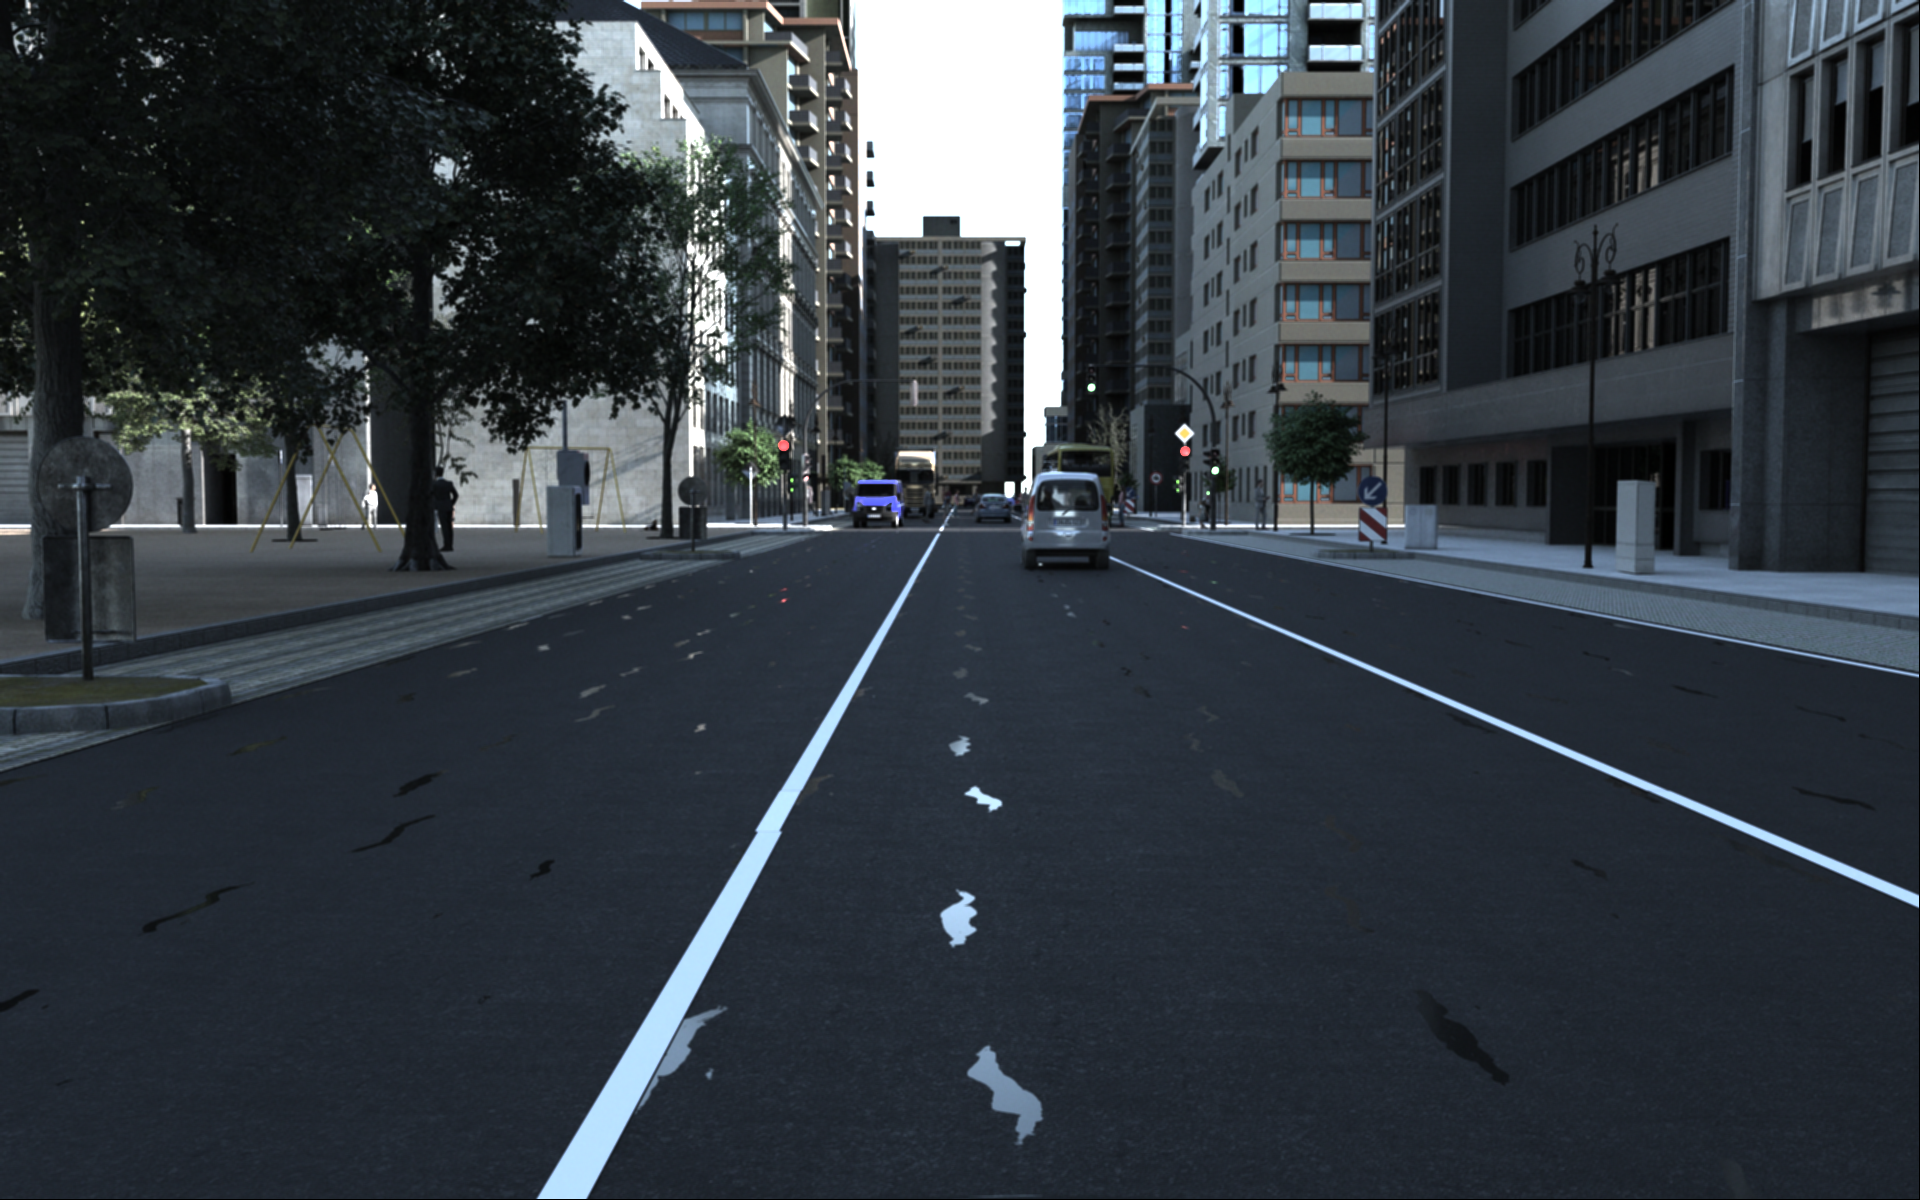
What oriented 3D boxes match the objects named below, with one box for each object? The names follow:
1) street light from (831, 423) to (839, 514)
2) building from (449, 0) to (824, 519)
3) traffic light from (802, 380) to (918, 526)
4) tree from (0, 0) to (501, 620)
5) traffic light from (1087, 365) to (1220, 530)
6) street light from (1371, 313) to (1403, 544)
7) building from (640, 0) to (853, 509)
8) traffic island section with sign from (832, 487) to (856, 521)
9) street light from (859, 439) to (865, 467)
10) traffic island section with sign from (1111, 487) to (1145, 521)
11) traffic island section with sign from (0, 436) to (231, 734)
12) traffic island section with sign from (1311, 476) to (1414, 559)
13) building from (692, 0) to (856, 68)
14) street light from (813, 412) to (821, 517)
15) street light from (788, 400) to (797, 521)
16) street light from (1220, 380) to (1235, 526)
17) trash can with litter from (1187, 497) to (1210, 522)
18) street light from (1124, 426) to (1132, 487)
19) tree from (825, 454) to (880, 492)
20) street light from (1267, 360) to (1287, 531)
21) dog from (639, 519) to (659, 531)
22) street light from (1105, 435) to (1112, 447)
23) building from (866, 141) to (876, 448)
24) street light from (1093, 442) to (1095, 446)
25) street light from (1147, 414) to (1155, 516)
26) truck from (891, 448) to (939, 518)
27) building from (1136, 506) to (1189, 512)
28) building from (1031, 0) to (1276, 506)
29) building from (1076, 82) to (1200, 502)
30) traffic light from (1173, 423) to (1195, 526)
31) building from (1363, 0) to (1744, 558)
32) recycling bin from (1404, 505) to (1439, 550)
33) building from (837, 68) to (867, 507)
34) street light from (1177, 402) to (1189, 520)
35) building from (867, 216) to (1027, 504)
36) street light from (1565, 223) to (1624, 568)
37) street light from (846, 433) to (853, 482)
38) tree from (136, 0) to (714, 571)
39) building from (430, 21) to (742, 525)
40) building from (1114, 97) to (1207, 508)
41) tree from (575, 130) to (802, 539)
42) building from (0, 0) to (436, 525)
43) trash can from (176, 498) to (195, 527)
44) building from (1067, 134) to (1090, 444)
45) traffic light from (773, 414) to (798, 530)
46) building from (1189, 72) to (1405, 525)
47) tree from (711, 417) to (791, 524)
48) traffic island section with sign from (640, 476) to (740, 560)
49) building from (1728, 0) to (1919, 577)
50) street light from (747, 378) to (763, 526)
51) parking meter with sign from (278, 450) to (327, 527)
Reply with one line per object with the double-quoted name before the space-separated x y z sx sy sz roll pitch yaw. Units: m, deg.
"street light" -8.104 -8.575 112.988 0.468 5.910 1.993 0 3 0
"building" -18.556 -20.339 108.958 17.030 29.872 44.131 0 3 0
"traffic light" -4.059 -5.772 69.037 4.771 5.953 1.251 0 3 0
"tree" -9.392 -6.793 17.726 9.857 13.997 8.962 0 3 0
"traffic light" 6.811 -5.273 60.881 4.771 5.953 1.251 0 3 0
"street light" 10.900 -4.376 44.331 0.468 5.910 1.993 0 3 0
"building" -21.349 -30.793 158.096 22.147 44.769 28.867 0 3 0
"traffic island section with sign" -5.847 -5.206 93.742 1.989 1.847 2.006 0 3 0
"street light" -8.168 -10.434 143.387 0.468 5.910 1.993 0 3 0
"traffic island section with sign" 8.978 -5.220 93.981 1.989 1.847 2.006 0 3 0
"traffic island section with sign" -5.917 -0.157 11.196 1.989 1.847 2.006 0 3 0
"traffic island section with sign" 8.930 -1.839 38.702 1.989 1.847 2.006 0 3 0
"building" -25.101 -48.962 238.775 20.611 71.187 20.563 0 3 0
"street light" -8.128 -7.678 98.317 0.468 5.910 1.993 0 3 0
"street light" -8.162 -6.794 83.876 0.468 5.910 1.993 0 3 0
"street light" 10.873 -5.978 70.536 0.468 5.910 1.993 0 3 0
"trash can with litter" 10.858 -4.116 78.688 1.055 1.170 0.624 0 4 3
"street light" 11.121 -8.693 114.916 0.468 5.910 1.993 0 3 0
"tree" -9.270 -9.447 138.174 4.285 4.588 4.351 0 3 0
"street light" 10.911 -5.317 59.715 0.468 5.910 1.993 0 3 0
"dog" -10.881 -2.632 60.765 0.748 0.427 0.550 0 4 -5
"street light" 11.038 -9.576 129.358 0.468 5.910 1.993 0 3 0
"building" -25.473 -35.858 205.892 30.456 49.044 23.786 0 3 0
"street light" 11.092 -10.459 143.800 0.468 5.910 1.993 0 3 0
"street light" 11.005 -7.768 99.790 0.468 5.910 1.993 0 3 0
"truck" -2.781 -7.229 107.112 2.839 4.237 11.283 0 4 -1
"building" 24.399 -49.211 117.276 22.319 86.520 31.000 0 3 0
"building" 25.545 -56.660 239.057 31.000 86.520 22.319 0 3 0
"building" 24.142 -32.662 188.647 22.147 44.769 28.867 0 3 0
"traffic light" 8.910 -4.898 69.006 0.839 4.253 0.868 0 3 0
"building" 20.651 -13.737 43.672 14.314 24.678 30.058 0 3 0
"recycling bin" 10.744 -1.697 40.306 0.722 1.027 0.722 1 4 18
"building" -16.954 -32.383 179.569 14.600 45.320 14.200 0 3 0
"street light" 10.963 -6.884 85.348 0.468 5.910 1.993 0 3 0
"building" -2.648 -33.795 244.435 23.993 40.220 32.217 0 3 0
"street light" 10.903 -3.492 29.890 0.468 5.910 1.993 0 3 0
"street light" -8.193 -9.489 127.937 0.468 5.910 1.993 0 3 0
"tree" -8.973 -6.841 28.853 9.611 12.733 9.660 0 3 0
"building" -16.233 -13.704 78.809 10.420 20.320 16.860 0 3 0
"building" 29.355 -28.778 162.400 32.217 40.220 23.993 0 3 0
"tree" -8.238 -7.558 49.330 9.928 11.665 9.643 0 3 0
"building" -34.159 -15.791 76.211 19.932 24.808 12.078 0 3 0
"trash can" -30.575 -3.472 68.415 0.748 1.137 0.748 0 3 0
"building" 20.441 -34.284 210.658 14.600 45.320 14.200 0 3 0
"traffic light" -6.159 -4.410 61.019 0.839 4.253 0.868 0 3 0
"building" 27.594 -14.678 85.021 28.899 21.520 27.650 0 3 0
"tree" -8.921 -5.504 73.711 4.285 4.588 4.351 0 3 0
"traffic island section with sign" -5.894 -1.806 38.151 1.989 1.847 2.006 0 3 0
"building" 19.040 -12.275 18.721 12.078 24.808 19.932 0 3 0
"street light" -8.215 -5.911 69.434 0.468 5.910 1.993 0 3 0
"parking meter with sign" -25.973 -4.417 68.471 1.738 3.016 0.543 -1 4 -18
